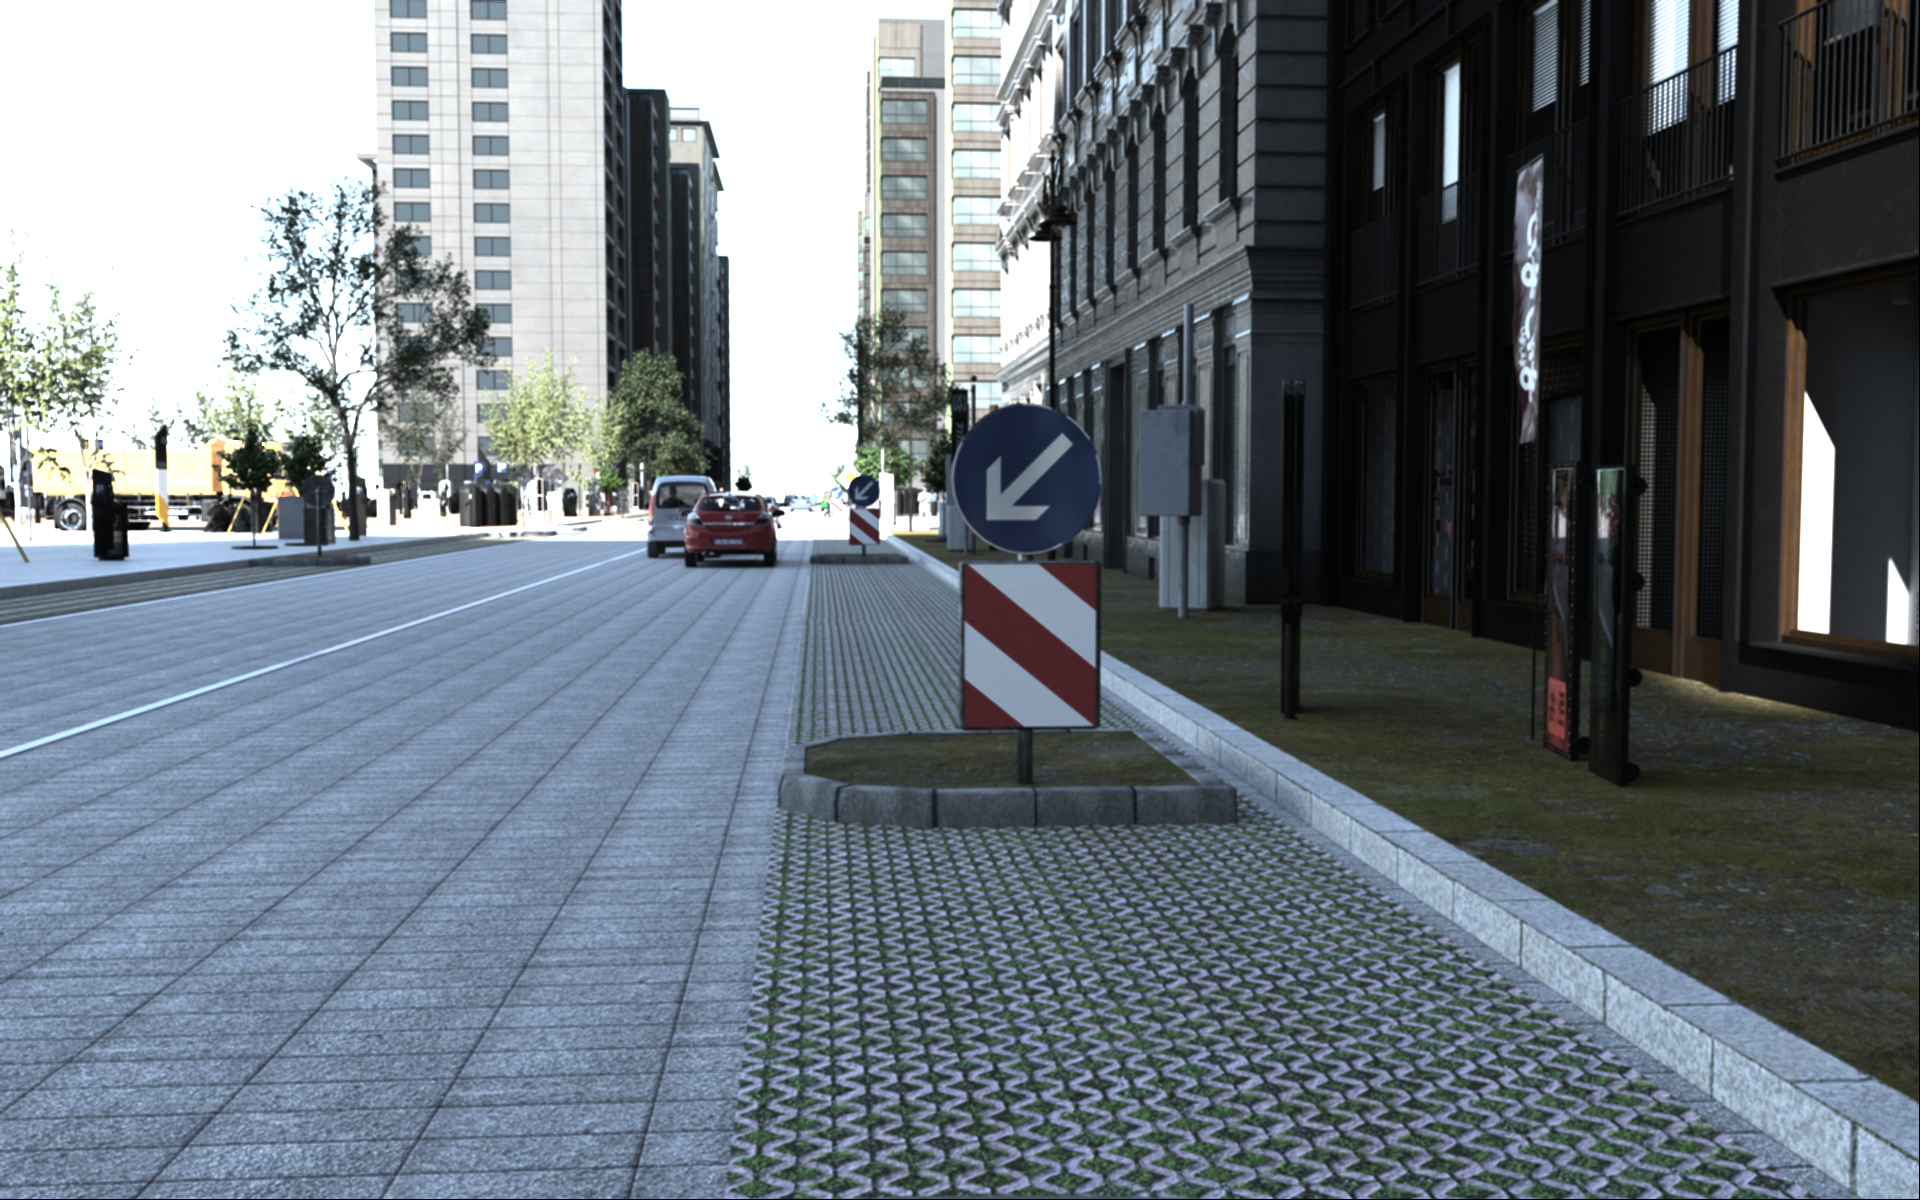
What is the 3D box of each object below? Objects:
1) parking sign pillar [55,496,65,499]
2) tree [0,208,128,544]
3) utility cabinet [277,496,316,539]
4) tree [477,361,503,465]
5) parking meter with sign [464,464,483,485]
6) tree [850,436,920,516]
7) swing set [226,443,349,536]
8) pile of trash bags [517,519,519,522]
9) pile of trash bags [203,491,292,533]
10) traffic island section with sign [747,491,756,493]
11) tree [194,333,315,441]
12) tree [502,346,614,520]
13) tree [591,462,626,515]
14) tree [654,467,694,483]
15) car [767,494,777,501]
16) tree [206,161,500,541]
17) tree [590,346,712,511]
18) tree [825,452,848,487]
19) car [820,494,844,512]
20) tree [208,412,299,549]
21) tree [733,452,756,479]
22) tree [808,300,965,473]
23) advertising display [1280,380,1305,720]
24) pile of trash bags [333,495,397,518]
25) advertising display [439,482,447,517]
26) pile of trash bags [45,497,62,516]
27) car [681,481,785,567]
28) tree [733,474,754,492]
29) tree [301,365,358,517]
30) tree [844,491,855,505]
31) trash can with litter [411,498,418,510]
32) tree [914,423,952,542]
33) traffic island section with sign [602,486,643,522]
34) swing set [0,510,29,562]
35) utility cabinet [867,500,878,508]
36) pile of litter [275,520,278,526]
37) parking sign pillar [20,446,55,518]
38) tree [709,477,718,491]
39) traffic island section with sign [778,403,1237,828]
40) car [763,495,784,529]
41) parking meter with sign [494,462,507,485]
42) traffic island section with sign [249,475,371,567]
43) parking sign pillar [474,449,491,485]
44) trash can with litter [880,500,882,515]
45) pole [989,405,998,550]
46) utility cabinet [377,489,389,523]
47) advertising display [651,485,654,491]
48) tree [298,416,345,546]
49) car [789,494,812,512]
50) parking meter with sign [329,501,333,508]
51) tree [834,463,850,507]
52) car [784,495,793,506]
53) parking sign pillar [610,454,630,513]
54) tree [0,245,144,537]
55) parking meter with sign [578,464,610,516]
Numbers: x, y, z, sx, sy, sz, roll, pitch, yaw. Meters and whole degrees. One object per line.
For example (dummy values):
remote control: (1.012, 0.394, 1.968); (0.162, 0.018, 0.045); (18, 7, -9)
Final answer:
parking sign pillar: (-65.379, -8.358, 125.132); (1.447, 3.967, 1.447); (1, 4, 10)
tree: (-23.991, -5.748, 44.340); (4.737, 8.622, 4.395); (0, 3, 0)
utility cabinet: (-19.069, -2.364, 49.818); (1.020, 1.237, 0.306); (-2, 4, -25)
tree: (-23.304, -8.655, 91.867); (4.737, 8.622, 4.395); (0, 3, 0)
parking meter with sign: (-28.197, -6.335, 99.842); (1.738, 3.016, 0.543); (3, 5, 43)
tree: (-4.000, -7.178, 101.075); (4.285, 4.588, 4.351); (0, 3, 0)
swing set: (-21.311, -3.500, 54.840); (2.862, 2.851, 3.119); (0, 4, -1)
pile of trash bags: (-21.281, -4.151, 77.616); (1.912, 1.369, 3.447); (1, 4, 12)
pile of trash bags: (-23.725, -2.963, 58.194); (3.447, 1.369, 1.912); (2, 4, 25)
traffic island section with sign: (-32.696, -16.386, 276.535); (1.989, 1.847, 2.006); (0, 4, -5)
tree: (-32.254, -7.818, 78.180); (4.737, 8.622, 4.395); (0, 3, 0)
tree: (-19.885, -8.297, 86.022); (4.737, 8.622, 4.395); (0, 3, 0)
tree: (-21.692, -6.763, 105.177); (1.663, 3.219, 1.824); (0, 3, 0)
tree: (-24.595, -10.122, 149.205); (4.285, 4.588, 4.351); (0, 3, 0)
car: (-26.736, -14.157, 243.463); (2.014, 1.417, 4.499); (0, 4, -3)
tree: (-16.742, -6.945, 47.960); (8.767, 10.594, 7.601); (0, 4, 0)
tree: (-24.047, -13.301, 134.486); (9.611, 12.733, 9.660); (0, 3, 0)
tree: (-20.754, -21.071, 294.877); (4.360, 8.622, 3.978); (0, 3, 0)
car: (-10.410, -8.059, 140.554); (1.959, 1.807, 4.718); (0, 4, -4)
tree: (-16.681, -2.826, 40.806); (1.663, 3.219, 1.824); (0, 3, 0)
tree: (-36.293, -20.917, 292.351); (4.360, 8.622, 3.978); (0, 3, 0)
tree: (-3.414, -9.056, 82.473); (8.767, 10.594, 7.601); (2, 4, 25)
advertising display: (1.963, -0.308, 10.244); (0.123, 1.923, 0.974); (1, 4, 11)
pile of trash bags: (-32.214, -5.199, 94.758); (3.447, 1.369, 1.912); (2, 4, 24)
advertising display: (-28.857, -5.596, 96.712); (0.123, 1.923, 0.974); (-3, 4, -36)
pile of trash bags: (-53.946, -5.555, 100.581); (3.447, 1.369, 1.912); (-2, 4, -29)
car: (-4.677, -1.626, 35.626); (2.155, 1.783, 4.494); (0, 4, -5)
tree: (-35.497, -18.366, 283.996); (4.285, 4.588, 4.351); (0, 3, 0)
tree: (-35.510, -9.086, 98.920); (4.360, 8.622, 3.978); (0, 3, 0)
tree: (-16.251, -15.643, 250.365); (1.663, 3.219, 1.824); (0, 3, 0)
trash can with litter: (-44.504, -7.912, 140.743); (1.055, 1.170, 0.624); (-1, 4, -10)
tree: (-0.203, -3.337, 49.157); (1.663, 3.219, 1.824); (0, 3, 0)
traffic island section with sign: (-17.505, -4.973, 89.944); (1.989, 1.847, 2.006); (0, 4, -5)
swing set: (-18.492, -2.022, 30.688); (2.862, 2.851, 3.119); (-1, 4, -16)
utility cabinet: (-4.533, -4.995, 90.345); (0.318, 1.500, 1.173); (-1, 4, -17)
pile of litter: (-28.729, -3.737, 75.068); (1.719, 0.858, 1.176); (-2, 4, -28)
parking sign pillar: (-49.172, -6.305, 91.560); (1.447, 3.967, 1.447); (0, 4, 1)
tree: (-28.296, -12.296, 195.647); (1.663, 3.219, 1.824); (0, 3, 0)
traffic island section with sign: (0.129, 0.017, 8.343); (1.989, 1.847, 2.006); (0, 4, -5)
car: (-8.400, -3.699, 72.475); (2.014, 1.417, 4.499); (0, 4, -4)
parking meter with sign: (-25.304, -6.047, 95.128); (0.543, 3.016, 1.738); (-2, 4, -24)
traffic island section with sign: (-13.048, -1.612, 34.978); (1.989, 1.847, 2.006); (0, 4, -5)
parking sign pillar: (-28.300, -6.983, 102.641); (1.447, 3.967, 1.447); (-3, 5, -42)
trash can with litter: (-4.778, -5.651, 103.787); (1.055, 1.170, 0.624); (0, 4, 5)
pole: (0.775, -2.807, 39.742); (0.158, 3.312, 0.155); (0, 3, 0)
utility cabinet: (-25.424, -4.143, 76.413); (0.318, 1.500, 1.173); (-2, 4, -30)
advertising display: (-22.506, -7.521, 128.186); (0.123, 1.923, 0.974); (2, 4, 29)
tree: (-16.259, -2.982, 43.362); (1.663, 3.219, 1.824); (0, 3, 0)
car: (-12.584, -7.658, 137.218); (2.014, 1.417, 4.499); (0, 4, -5)
parking meter with sign: (-40.069, -6.941, 109.749); (0.543, 3.016, 1.738); (0, 4, -6)
tree: (-11.275, -11.930, 178.774); (4.285, 4.588, 4.351); (0, 3, 0)
car: (-20.163, -11.951, 207.763); (2.083, 1.381, 4.827); (0, 4, -3)
parking sign pillar: (-23.047, -7.868, 117.108); (1.447, 3.967, 1.447); (1, 4, 20)
tree: (-25.824, -6.146, 50.847); (4.360, 8.622, 3.978); (0, 3, 0)
parking meter with sign: (-21.127, -6.349, 100.070); (1.738, 3.016, 0.543); (-1, 4, -16)
